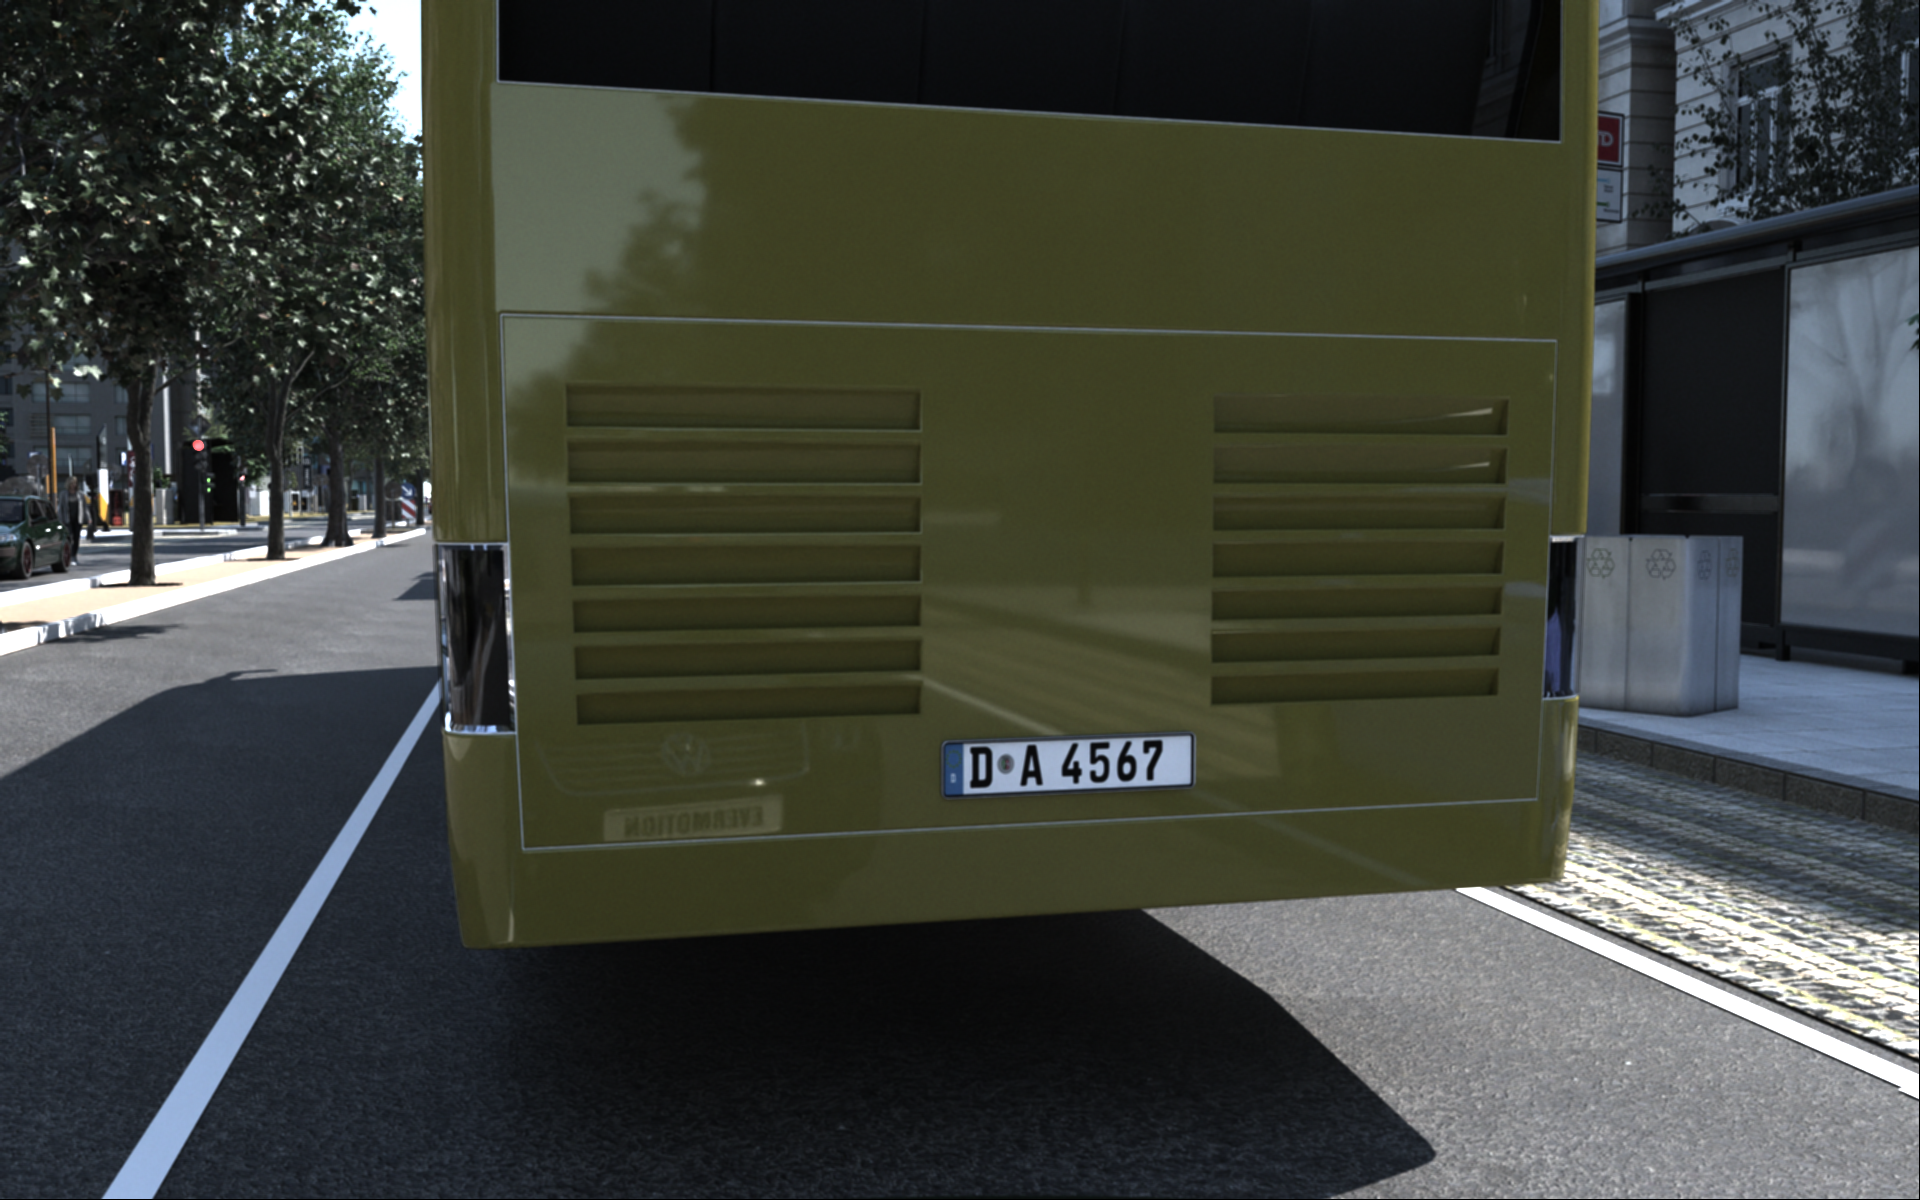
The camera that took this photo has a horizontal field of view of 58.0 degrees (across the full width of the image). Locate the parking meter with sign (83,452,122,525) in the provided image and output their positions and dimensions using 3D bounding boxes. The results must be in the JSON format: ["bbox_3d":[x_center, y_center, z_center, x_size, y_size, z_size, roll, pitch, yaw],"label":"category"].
[{"bbox_3d":[-35.590,-4.626,71.904,1.738,3.016,0.543,0,4,-6],"label":"parking meter with sign"}]

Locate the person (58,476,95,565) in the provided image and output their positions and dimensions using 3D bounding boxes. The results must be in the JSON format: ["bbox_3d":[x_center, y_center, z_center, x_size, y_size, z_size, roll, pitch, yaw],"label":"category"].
[{"bbox_3d":[-17.886,-1.614,35.077,0.709,1.800,0.728,-3,4,-37],"label":"person"}]

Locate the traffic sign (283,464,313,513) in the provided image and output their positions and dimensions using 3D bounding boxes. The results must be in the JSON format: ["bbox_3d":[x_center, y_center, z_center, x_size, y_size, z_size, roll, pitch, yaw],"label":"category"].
[{"bbox_3d":[-44.636,-7.487,116.284,2.265,3.308,0.079,0,4,-8],"label":"traffic sign"}]

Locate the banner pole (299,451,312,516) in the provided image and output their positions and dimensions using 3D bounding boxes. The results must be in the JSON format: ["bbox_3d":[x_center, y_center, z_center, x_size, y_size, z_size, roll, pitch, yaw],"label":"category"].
[{"bbox_3d":[-38.131,-6.774,100.767,0.863,3.779,0.401,-3,5,-42],"label":"banner pole"}]

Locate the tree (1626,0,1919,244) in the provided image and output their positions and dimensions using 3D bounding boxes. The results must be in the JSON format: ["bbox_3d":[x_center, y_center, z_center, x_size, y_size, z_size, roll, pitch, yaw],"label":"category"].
[{"bbox_3d":[10.075,-4.238,19.649,4.360,8.622,3.978,0,3,0],"label":"tree"}]

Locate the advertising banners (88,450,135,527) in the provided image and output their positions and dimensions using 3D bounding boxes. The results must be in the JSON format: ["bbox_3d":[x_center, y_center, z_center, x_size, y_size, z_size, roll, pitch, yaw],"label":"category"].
[{"bbox_3d":[-33.557,-4.440,68.783,0.090,3.025,2.074,3,5,40],"label":"advertising banners"}]

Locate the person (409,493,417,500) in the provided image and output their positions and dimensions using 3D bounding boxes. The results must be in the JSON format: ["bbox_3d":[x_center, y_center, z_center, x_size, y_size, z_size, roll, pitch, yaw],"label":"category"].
[{"bbox_3d":[-40.628,-7.330,128.524,0.592,1.802,0.473,3,4,36],"label":"person"}]

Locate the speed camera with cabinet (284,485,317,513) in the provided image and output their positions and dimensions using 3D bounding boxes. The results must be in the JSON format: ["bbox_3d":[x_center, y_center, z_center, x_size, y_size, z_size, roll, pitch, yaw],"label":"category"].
[{"bbox_3d":[-45.417,-7.628,119.056,0.660,3.252,2.038,3,4,36],"label":"speed camera with cabinet"}]

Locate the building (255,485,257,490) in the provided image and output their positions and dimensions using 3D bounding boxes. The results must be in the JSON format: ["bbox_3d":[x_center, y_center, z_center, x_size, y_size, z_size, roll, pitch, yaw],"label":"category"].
[{"bbox_3d":[-77.124,-44.092,159.159,20.563,71.187,20.611,-1,4,-13],"label":"building"}]

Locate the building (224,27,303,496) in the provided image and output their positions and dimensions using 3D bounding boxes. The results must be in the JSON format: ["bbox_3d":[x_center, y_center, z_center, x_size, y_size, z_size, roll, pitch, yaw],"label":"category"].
[{"bbox_3d":[-88.097,-53.200,182.485,31.000,86.520,22.319,-1,4,-13],"label":"building"}]

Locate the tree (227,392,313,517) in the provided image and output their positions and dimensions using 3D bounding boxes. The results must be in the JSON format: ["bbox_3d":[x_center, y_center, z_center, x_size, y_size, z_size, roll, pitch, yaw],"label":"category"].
[{"bbox_3d":[-37.853,-8.978,97.147,4.737,8.622,4.395,0,3,0],"label":"tree"}]

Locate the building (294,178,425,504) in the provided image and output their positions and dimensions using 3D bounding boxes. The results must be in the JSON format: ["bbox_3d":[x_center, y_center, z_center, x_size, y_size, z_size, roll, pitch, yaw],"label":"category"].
[{"bbox_3d":[-90.241,-38.122,242.902,30.456,49.044,23.786,-1,4,-13],"label":"building"}]

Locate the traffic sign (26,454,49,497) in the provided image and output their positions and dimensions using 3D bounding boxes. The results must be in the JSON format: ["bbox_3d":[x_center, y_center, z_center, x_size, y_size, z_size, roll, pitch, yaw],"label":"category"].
[{"bbox_3d":[-29.238,-3.358,55.002,0.768,2.556,0.104,0,4,-6],"label":"traffic sign"}]

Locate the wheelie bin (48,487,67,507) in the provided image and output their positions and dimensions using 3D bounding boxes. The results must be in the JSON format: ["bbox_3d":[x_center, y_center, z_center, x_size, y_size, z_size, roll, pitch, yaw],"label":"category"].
[{"bbox_3d":[-42.965,-4.571,82.647,0.980,1.594,0.693,-1,4,-23],"label":"wheelie bin"}]

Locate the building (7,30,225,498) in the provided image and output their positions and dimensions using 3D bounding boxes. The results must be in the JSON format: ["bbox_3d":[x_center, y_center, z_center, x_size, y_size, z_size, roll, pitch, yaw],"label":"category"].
[{"bbox_3d":[-69.148,-28.114,143.262,14.154,41.232,14.086,-1,4,-13],"label":"building"}]

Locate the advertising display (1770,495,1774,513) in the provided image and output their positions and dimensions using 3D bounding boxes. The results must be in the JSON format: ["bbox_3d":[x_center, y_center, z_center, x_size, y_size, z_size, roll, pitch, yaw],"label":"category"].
[{"bbox_3d":[8.283,-0.720,16.994,0.974,1.923,0.123,-2,4,-32],"label":"advertising display"}]

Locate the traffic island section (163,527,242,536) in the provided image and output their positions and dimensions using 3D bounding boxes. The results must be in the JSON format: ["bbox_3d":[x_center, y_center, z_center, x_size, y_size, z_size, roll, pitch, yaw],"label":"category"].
[{"bbox_3d":[-26.680,-2.365,60.944,2.009,0.180,2.903,-1,4,-13],"label":"traffic island section"}]

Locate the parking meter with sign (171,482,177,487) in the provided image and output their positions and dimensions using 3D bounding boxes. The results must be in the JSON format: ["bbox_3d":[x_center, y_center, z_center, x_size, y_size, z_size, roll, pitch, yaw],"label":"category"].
[{"bbox_3d":[-50.623,-7.078,111.978,1.738,3.016,0.543,3,5,39],"label":"parking meter with sign"}]

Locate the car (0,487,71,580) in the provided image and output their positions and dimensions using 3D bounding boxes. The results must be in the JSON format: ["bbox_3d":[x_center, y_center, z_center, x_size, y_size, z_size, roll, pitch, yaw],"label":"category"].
[{"bbox_3d":[-16.738,-1.235,29.979,2.009,1.686,4.222,-1,4,-14],"label":"car"}]

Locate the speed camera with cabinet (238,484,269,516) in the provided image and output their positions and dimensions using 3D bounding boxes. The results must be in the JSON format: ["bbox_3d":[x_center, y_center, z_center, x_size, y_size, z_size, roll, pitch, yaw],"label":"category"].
[{"bbox_3d":[-41.073,-6.514,100.845,0.660,3.252,2.038,1,4,9],"label":"speed camera with cabinet"}]

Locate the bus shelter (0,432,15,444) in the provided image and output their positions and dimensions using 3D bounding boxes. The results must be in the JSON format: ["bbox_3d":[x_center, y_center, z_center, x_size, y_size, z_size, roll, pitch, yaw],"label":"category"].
[{"bbox_3d":[-28.334,-3.334,48.427,2.014,3.302,5.546,-1,4,-13],"label":"bus shelter"}]

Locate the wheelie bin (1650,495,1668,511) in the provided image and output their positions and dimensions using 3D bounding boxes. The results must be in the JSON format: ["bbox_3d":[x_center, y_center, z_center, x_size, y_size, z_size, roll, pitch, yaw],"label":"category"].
[{"bbox_3d":[12.645,-1.473,31.989,0.693,1.594,0.980,-2,4,-24],"label":"wheelie bin"}]

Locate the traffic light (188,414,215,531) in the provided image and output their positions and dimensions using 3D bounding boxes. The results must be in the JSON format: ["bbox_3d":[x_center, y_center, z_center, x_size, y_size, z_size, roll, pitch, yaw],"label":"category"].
[{"bbox_3d":[-26.638,-4.397,60.819,0.839,4.253,0.868,-1,4,-13],"label":"traffic light"}]

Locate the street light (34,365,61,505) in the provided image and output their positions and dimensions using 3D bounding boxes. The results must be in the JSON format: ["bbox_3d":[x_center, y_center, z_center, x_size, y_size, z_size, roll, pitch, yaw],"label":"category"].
[{"bbox_3d":[-26.178,-4.709,49.773,0.468,5.910,1.993,-1,4,-13],"label":"street light"}]

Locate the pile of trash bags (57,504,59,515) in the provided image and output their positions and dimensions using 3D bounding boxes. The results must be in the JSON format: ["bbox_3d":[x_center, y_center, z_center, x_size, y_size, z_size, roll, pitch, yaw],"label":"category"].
[{"bbox_3d":[-39.454,-3.930,74.006,3.447,1.369,1.912,-2,4,-25],"label":"pile of trash bags"}]

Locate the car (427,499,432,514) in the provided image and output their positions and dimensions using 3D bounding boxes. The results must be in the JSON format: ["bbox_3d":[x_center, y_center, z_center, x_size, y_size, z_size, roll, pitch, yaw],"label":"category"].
[{"bbox_3d":[-37.775,-7.182,126.468,2.155,1.783,4.494,-1,4,-13],"label":"car"}]

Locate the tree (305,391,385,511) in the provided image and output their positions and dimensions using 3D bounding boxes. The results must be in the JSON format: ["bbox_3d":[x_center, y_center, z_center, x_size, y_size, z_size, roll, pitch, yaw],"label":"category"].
[{"bbox_3d":[-44.634,-11.794,127.248,7.601,10.594,8.767,0,4,-5],"label":"tree"}]

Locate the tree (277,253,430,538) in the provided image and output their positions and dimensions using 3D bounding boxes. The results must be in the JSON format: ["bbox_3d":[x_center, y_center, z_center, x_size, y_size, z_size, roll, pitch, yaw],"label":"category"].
[{"bbox_3d":[-18.939,-8.281,55.980,7.486,12.596,7.792,0,3,0],"label":"tree"}]

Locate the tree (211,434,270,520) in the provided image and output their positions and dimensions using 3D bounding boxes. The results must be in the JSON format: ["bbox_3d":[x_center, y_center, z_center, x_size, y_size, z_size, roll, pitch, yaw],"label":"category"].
[{"bbox_3d":[-35.783,-6.247,85.848,4.285,4.588,4.351,0,3,0],"label":"tree"}]

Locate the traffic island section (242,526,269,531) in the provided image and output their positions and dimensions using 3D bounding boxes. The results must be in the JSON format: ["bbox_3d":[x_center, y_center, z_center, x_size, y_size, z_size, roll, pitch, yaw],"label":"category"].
[{"bbox_3d":[-28.476,-2.841,68.725,2.009,0.180,2.903,-1,4,-13],"label":"traffic island section"}]

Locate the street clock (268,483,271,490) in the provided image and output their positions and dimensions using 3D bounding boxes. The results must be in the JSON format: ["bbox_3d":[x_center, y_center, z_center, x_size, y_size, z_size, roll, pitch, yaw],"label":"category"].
[{"bbox_3d":[-42.988,-6.343,108.284,0.358,2.002,0.471,3,5,42],"label":"street clock"}]

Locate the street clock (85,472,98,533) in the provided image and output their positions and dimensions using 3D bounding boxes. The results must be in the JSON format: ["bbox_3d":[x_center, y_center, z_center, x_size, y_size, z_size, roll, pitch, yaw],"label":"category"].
[{"bbox_3d":[-28.834,-3.240,57.552,0.358,2.002,0.471,0,4,-5],"label":"street clock"}]

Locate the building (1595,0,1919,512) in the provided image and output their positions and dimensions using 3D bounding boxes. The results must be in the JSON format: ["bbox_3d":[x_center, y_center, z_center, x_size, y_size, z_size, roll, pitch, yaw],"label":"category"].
[{"bbox_3d":[17.530,-15.901,45.892,13.634,28.700,20.117,-1,4,-13],"label":"building"}]

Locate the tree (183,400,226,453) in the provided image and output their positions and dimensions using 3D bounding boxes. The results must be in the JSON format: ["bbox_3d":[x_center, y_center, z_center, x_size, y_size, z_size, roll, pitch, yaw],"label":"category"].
[{"bbox_3d":[-53.658,-10.665,124.730,4.737,8.622,4.395,0,3,0],"label":"tree"}]

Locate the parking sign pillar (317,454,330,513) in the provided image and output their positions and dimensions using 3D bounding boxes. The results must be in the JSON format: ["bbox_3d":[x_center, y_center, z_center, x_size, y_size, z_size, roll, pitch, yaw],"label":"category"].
[{"bbox_3d":[-42.373,-7.805,116.086,1.447,3.967,1.447,2,4,30],"label":"parking sign pillar"}]

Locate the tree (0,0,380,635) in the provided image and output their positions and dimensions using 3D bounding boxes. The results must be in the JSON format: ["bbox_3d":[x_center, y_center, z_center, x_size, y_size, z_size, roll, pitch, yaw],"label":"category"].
[{"bbox_3d":[-9.926,-5.958,16.873,9.611,12.733,9.660,0,3,0],"label":"tree"}]

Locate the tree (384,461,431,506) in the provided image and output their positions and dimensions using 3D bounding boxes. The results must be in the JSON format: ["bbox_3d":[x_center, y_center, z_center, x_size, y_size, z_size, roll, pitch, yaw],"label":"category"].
[{"bbox_3d":[-58.303,-17.122,186.605,9.857,13.997,8.962,0,3,0],"label":"tree"}]

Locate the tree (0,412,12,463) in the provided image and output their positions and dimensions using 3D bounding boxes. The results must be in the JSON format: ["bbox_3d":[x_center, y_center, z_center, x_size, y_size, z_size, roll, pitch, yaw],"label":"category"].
[{"bbox_3d":[-25.497,-3.617,42.849,4.285,4.588,4.351,0,3,0],"label":"tree"}]

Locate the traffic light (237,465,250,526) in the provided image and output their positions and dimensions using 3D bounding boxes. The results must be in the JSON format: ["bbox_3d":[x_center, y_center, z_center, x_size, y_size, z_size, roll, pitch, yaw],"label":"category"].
[{"bbox_3d":[-26.416,-5.776,69.101,4.771,5.953,1.251,-1,4,-13],"label":"traffic light"}]

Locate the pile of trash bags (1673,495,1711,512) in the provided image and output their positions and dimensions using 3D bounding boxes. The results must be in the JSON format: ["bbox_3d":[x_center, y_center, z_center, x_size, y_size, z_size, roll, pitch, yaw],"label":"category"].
[{"bbox_3d":[10.479,-0.997,26.047,1.912,1.369,3.447,0,4,3],"label":"pile of trash bags"}]

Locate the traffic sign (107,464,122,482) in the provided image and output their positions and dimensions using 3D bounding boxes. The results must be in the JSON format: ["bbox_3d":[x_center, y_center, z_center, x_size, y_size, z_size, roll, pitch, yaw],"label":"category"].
[{"bbox_3d":[-35.535,-4.433,72.593,0.768,2.556,0.104,-1,4,-11],"label":"traffic sign"}]

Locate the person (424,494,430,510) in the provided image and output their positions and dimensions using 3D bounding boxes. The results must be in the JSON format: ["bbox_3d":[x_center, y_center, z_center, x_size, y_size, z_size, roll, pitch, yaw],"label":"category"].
[{"bbox_3d":[-49.038,-9.018,159.165,0.991,1.433,0.599,-1,4,-10],"label":"person"}]

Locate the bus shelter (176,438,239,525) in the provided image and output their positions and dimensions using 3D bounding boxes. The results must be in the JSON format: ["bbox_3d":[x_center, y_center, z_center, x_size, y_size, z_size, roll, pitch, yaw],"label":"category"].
[{"bbox_3d":[-32.308,-5.113,74.878,1.731,3.624,6.357,-1,4,-13],"label":"bus shelter"}]

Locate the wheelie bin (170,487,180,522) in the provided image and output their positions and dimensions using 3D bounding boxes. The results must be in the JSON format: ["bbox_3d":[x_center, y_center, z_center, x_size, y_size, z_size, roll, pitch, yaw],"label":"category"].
[{"bbox_3d":[-36.139,-4.393,79.736,0.980,1.594,0.693,2,4,33],"label":"wheelie bin"}]

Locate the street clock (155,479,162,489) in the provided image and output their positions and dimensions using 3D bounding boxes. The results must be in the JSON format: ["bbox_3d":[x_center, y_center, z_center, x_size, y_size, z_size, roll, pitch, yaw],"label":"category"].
[{"bbox_3d":[-39.295,-4.918,84.987,0.358,2.002,0.471,-1,4,-15],"label":"street clock"}]

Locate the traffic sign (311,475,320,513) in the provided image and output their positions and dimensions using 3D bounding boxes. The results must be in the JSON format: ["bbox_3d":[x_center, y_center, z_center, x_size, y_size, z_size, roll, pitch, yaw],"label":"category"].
[{"bbox_3d":[-42.509,-7.002,114.589,0.768,2.556,0.104,0,4,-3],"label":"traffic sign"}]

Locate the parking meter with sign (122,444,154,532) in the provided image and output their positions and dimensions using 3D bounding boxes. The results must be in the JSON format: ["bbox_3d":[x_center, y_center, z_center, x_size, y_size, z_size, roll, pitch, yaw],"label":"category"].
[{"bbox_3d":[-27.971,-3.844,59.117,0.543,3.016,1.738,-1,4,-13],"label":"parking meter with sign"}]

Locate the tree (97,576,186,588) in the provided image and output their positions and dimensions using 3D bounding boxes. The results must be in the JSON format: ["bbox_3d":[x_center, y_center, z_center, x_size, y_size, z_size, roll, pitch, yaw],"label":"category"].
[{"bbox_3d":[-12.539,-6.006,26.414,9.928,11.665,9.643,0,3,0],"label":"tree"}]

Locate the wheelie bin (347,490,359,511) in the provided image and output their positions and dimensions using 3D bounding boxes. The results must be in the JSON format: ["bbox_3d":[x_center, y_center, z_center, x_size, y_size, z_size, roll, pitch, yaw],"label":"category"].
[{"bbox_3d":[-45.385,-7.443,129.597,0.980,1.594,0.693,0,4,-3],"label":"wheelie bin"}]

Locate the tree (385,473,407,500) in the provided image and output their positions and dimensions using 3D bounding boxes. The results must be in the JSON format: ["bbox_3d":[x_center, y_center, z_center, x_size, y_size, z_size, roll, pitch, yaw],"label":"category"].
[{"bbox_3d":[-55.198,-13.590,172.558,4.737,8.622,4.395,0,3,0],"label":"tree"}]

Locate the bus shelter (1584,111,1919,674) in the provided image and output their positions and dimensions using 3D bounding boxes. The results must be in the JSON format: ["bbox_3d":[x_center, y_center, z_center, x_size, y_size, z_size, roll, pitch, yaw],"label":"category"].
[{"bbox_3d":[6.543,-2.323,15.620,2.179,5.291,8.768,-1,4,-13],"label":"bus shelter"}]

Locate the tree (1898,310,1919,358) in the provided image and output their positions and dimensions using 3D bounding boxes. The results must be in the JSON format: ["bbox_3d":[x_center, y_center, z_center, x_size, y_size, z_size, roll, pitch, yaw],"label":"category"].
[{"bbox_3d":[5.059,-0.817,7.957,1.663,3.219,1.824,0,3,0],"label":"tree"}]

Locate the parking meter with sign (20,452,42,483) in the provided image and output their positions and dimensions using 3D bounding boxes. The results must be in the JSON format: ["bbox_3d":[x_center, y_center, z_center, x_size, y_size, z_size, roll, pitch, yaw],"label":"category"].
[{"bbox_3d":[-38.297,-4.572,71.005,0.543,3.016,1.738,0,4,-2],"label":"parking meter with sign"}]

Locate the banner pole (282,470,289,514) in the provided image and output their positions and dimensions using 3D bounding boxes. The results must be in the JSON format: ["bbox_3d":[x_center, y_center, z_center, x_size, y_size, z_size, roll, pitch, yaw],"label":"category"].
[{"bbox_3d":[-43.907,-7.483,112.356,0.863,3.779,0.401,2,4,28],"label":"banner pole"}]

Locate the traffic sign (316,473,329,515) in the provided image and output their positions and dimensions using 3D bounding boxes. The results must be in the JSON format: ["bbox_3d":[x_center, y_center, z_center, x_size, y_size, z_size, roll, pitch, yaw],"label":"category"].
[{"bbox_3d":[-39.426,-6.546,107.134,0.768,2.556,0.104,0,4,-8],"label":"traffic sign"}]
